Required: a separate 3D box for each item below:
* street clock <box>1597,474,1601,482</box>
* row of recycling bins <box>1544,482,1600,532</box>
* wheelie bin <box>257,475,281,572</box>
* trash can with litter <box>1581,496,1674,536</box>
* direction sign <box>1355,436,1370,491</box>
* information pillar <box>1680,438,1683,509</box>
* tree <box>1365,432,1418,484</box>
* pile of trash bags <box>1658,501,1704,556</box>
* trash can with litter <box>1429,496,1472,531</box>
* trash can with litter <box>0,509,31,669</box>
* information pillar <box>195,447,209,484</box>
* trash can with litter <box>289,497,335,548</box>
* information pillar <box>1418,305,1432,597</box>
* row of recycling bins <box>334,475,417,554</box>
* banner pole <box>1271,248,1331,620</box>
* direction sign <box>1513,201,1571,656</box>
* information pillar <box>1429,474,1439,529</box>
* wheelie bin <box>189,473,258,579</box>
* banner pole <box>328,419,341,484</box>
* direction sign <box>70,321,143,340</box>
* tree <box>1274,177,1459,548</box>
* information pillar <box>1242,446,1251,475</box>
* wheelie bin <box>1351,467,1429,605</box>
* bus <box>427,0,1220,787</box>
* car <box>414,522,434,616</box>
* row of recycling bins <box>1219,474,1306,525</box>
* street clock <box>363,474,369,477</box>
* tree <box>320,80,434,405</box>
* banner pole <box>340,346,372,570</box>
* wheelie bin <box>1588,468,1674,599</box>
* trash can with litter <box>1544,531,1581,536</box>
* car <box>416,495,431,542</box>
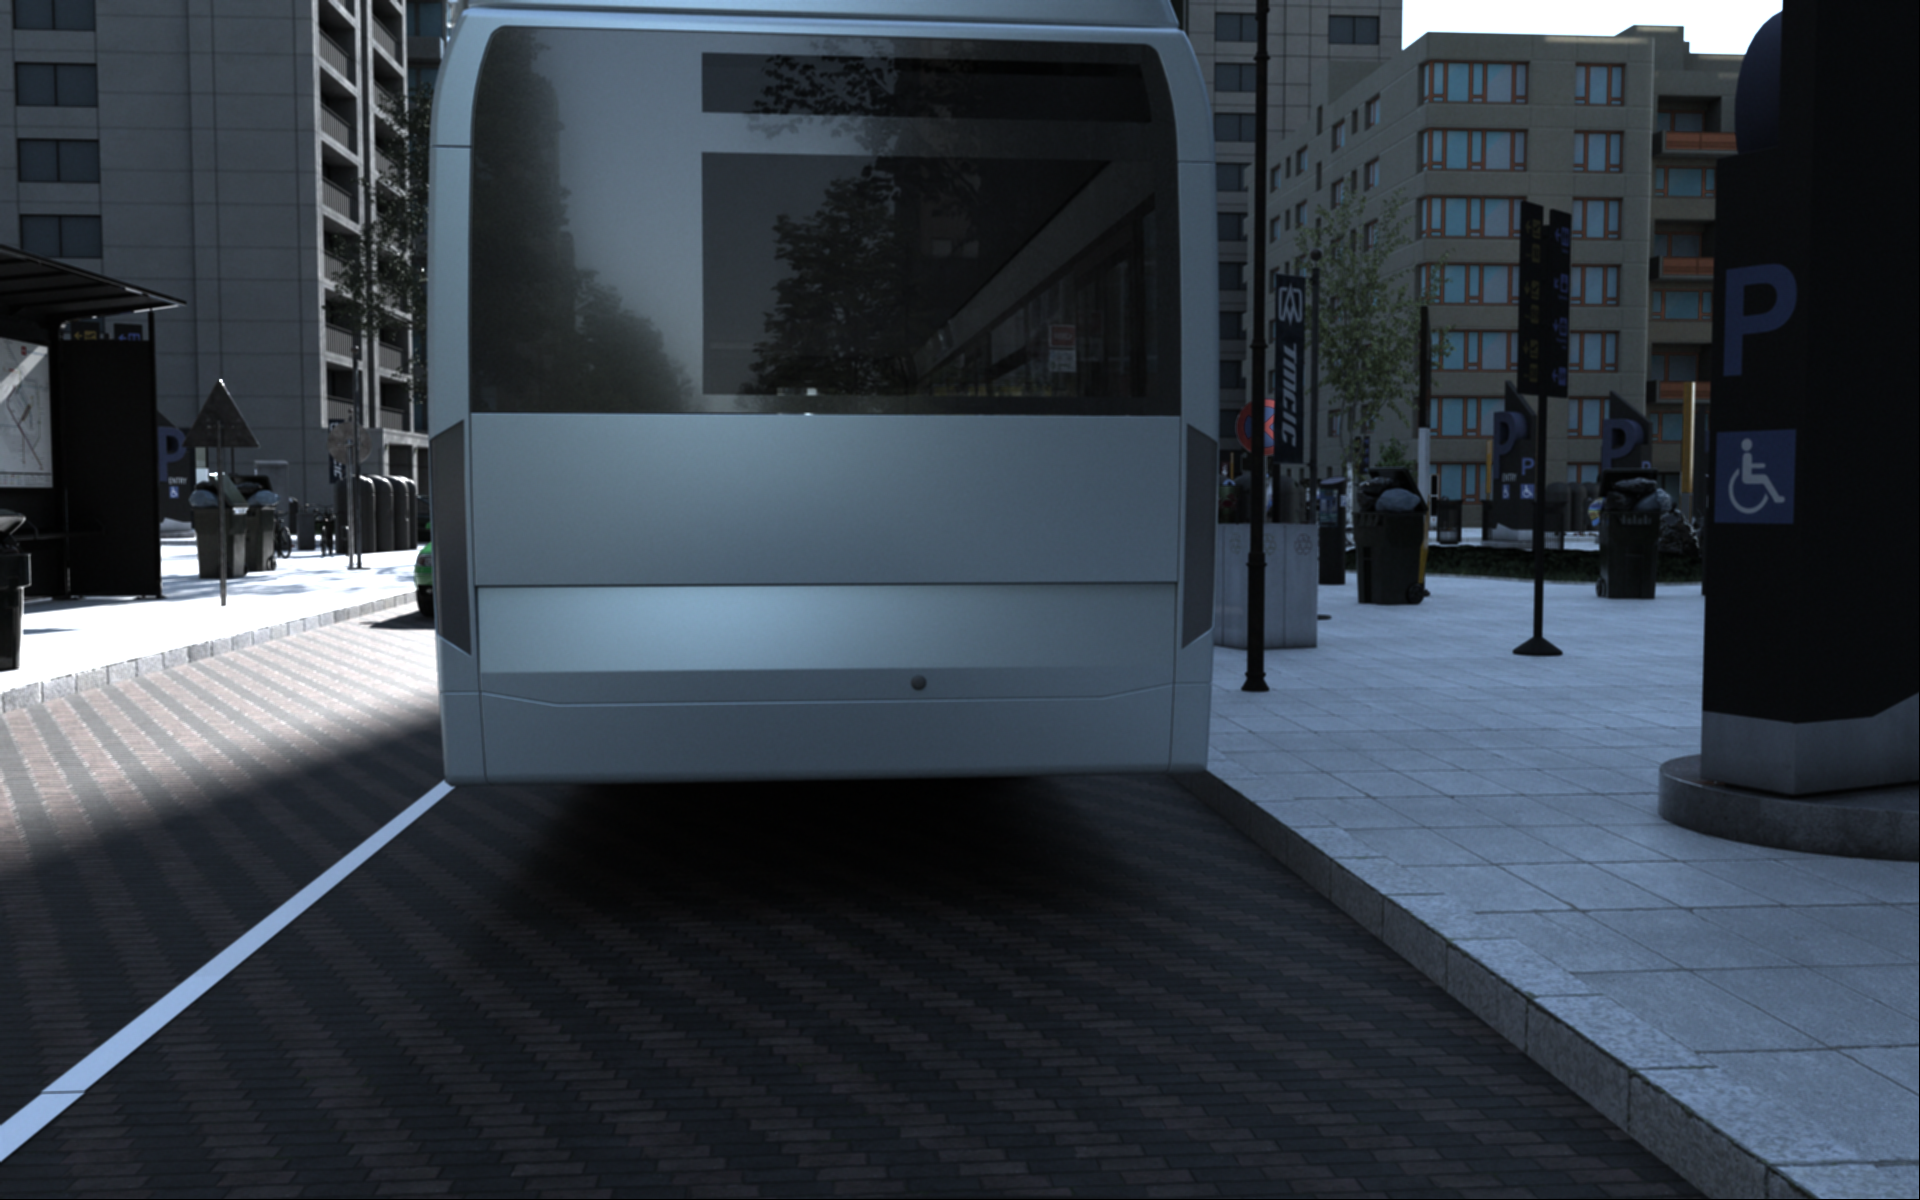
[{"bbox_3d":[23.574,-3.611,63.614,0.358,2.002,0.471,3,5,43],"label":"street clock"},{"bbox_3d":[21.310,-3.207,59.551,3.534,1.692,1.069,-3,5,-41],"label":"row of recycling bins"},{"bbox_3d":[-11.770,-1.276,28.776,0.980,1.594,0.693,0,4,0],"label":"wheelie bin"},{"bbox_3d":[15.614,-1.722,39.216,1.678,1.210,2.233,-2,4,-33],"label":"trash can with litter"},{"bbox_3d":[15.785,-4.653,68.069,0.379,3.537,0.876,-2,4,-25],"label":"direction sign"},{"bbox_3d":[26.569,-4.420,63.630,0.183,3.616,0.504,1,4,11],"label":"information pillar"},{"bbox_3d":[13.306,-3.617,53.733,1.663,3.219,1.824,0,3,0],"label":"tree"},{"bbox_3d":[12.970,-1.159,28.698,1.912,1.369,3.447,-1,4,-16],"label":"pile of trash bags"},{"bbox_3d":[16.861,-3.018,60.398,1.678,1.210,2.233,0,4,-6],"label":"trash can with litter"},{"bbox_3d":[-7.351,-0.078,12.669,1.055,1.170,0.624,1,4,19],"label":"trash can with litter"},{"bbox_3d":[-24.347,-3.934,55.673,0.504,3.616,0.183,2,4,25],"label":"information pillar"},{"bbox_3d":[-15.815,-1.866,41.572,2.233,1.210,1.678,0,4,4],"label":"trash can with litter"},{"bbox_3d":[5.842,-1.862,21.805,0.183,3.616,0.504,1,4,22],"label":"information pillar"},{"bbox_3d":[-13.040,-1.943,38.881,1.069,1.692,3.534,0,4,1],"label":"row of recycling bins"},{"bbox_3d":[3.445,-1.686,17.586,0.863,3.779,0.401,-3,5,-39],"label":"banner pole"},{"bbox_3d":[4.634,-1.333,13.789,0.379,3.537,0.876,3,5,42],"label":"direction sign"},{"bbox_3d":[17.641,-3.665,64.421,0.304,2.012,0.304,1,4,18],"label":"information pillar"},{"bbox_3d":[-11.304,-1.132,26.410,0.693,1.594,0.980,0,4,0],"label":"wheelie bin"},{"bbox_3d":[-18.124,-3.724,50.912,0.863,3.779,0.401,-2,4,-30],"label":"banner pole"},{"bbox_3d":[-11.266,-1.895,22.974,0.876,3.537,0.379,-3,5,-41],"label":"direction sign"},{"bbox_3d":[9.555,-5.562,41.303,4.737,8.622,4.395,0,3,0],"label":"tree"},{"bbox_3d":[13.117,-5.380,79.316,0.504,3.616,0.183,1,4,8],"label":"information pillar"},{"bbox_3d":[5.011,-0.754,20.230,0.693,1.594,0.980,-2,4,-28],"label":"wheelie bin"},{"bbox_3d":[-1.116,-1.059,12.180,2.948,3.499,13.247,0,4,-6],"label":"bus"},{"bbox_3d":[-5.587,-0.798,21.837,1.959,1.807,4.718,0,4,-4],"label":"car"},{"bbox_3d":[5.706,-1.783,36.269,3.534,1.692,1.069,-3,4,-37],"label":"row of recycling bins"},{"bbox_3d":[-21.825,-3.616,63.696,0.358,2.002,0.471,-1,4,-18],"label":"street clock"},{"bbox_3d":[-9.386,-6.223,36.165,8.767,10.594,7.601,0,4,-2],"label":"tree"},{"bbox_3d":[-10.144,-2.396,29.185,0.401,3.779,0.863,-1,4,-23],"label":"banner pole"},{"bbox_3d":[8.283,-0.823,21.360,0.980,1.594,0.693,0,4,8],"label":"wheelie bin"},{"bbox_3d":[18.999,-2.571,53.086,2.233,1.210,1.678,2,4,31],"label":"trash can with litter"},{"bbox_3d":[-14.572,-2.251,46.597,4.222,1.686,2.009,0,4,-3],"label":"car"}]
